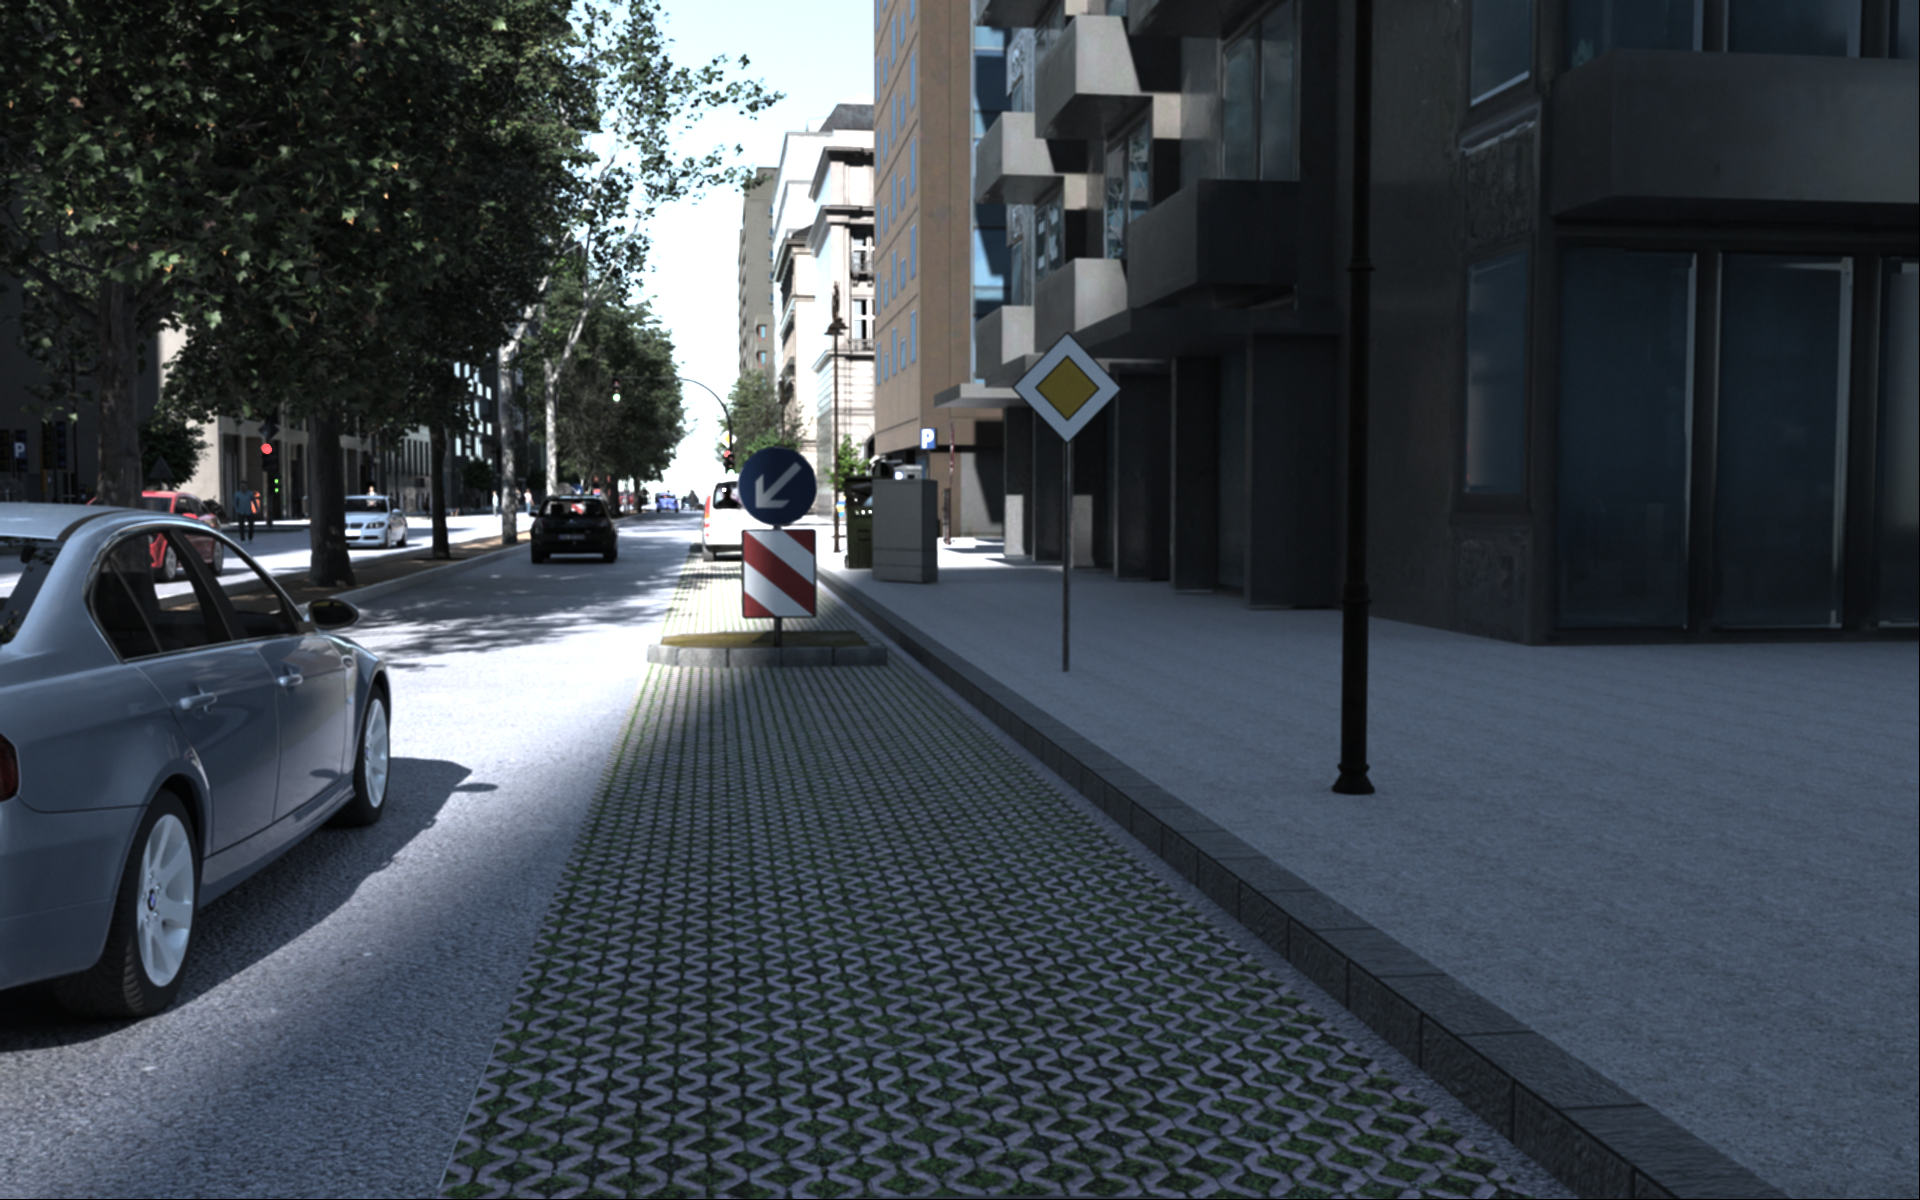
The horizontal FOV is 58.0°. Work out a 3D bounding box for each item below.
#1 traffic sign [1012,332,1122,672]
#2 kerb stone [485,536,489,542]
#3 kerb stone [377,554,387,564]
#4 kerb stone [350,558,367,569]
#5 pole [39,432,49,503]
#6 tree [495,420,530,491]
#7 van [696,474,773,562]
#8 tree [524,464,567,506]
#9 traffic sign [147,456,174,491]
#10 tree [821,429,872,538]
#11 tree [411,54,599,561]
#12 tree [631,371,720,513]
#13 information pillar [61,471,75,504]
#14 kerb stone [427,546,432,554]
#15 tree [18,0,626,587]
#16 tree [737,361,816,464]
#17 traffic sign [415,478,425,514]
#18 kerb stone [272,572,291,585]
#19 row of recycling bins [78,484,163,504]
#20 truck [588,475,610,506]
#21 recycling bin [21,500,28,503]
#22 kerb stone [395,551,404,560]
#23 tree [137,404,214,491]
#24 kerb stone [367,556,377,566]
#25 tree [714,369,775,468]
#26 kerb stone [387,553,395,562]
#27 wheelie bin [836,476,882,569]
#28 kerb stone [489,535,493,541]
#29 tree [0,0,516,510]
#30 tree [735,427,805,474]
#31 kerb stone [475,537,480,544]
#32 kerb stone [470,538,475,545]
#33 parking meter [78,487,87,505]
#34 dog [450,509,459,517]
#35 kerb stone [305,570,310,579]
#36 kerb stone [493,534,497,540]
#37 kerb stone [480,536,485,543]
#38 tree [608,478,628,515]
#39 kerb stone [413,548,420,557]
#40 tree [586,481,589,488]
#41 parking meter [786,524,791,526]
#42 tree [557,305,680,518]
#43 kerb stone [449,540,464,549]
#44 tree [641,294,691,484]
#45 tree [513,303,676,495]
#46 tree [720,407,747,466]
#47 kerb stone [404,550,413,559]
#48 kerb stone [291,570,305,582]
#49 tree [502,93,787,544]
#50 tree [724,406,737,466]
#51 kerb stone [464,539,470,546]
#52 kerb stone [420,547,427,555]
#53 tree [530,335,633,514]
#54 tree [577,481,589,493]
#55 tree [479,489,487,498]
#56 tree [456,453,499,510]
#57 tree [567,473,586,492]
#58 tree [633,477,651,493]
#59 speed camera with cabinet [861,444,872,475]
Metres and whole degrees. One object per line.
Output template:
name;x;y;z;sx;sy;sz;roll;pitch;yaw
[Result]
traffic sign;0.763;-0.689;12.455;0.795;2.450;0.064;0;4;-7
kerb stone;-14.240;-1.797;51.580;0.120;0.150;1.000;-1;4;-8
kerb stone;-11.899;-0.803;35.327;0.120;0.150;1.000;-1;4;-8
kerb stone;-11.608;-0.677;33.291;0.120;0.150;1.000;-1;4;-8
pole;-29.959;-3.842;56.660;0.158;3.312;0.155;0;3;0
tree;-42.111;-13.110;164.712;4.360;8.622;3.978;0;3;0
van;-4.749;-1.875;37.675;2.013;2.044;4.112;0;4;-7
tree;-46.461;-12.709;191.507;4.285;4.588;4.351;0;3;0
traffic sign;-27.060;-3.587;58.648;0.884;2.594;0.081;0;4;-5
tree;-3.405;-3.435;50.756;1.663;3.219;1.824;0;3;0
tree;-11.309;-6.658;37.078;9.928;11.665;9.643;0;3;0
tree;-24.611;-13.437;132.524;12.009;13.543;11.850;0;3;0
information pillar;-28.984;-3.173;56.373;0.304;2.012;0.304;1;4;13
kerb stone;-12.778;-1.176;41.429;0.120;0.150;1.000;-1;4;-8
tree;-9.695;-7.167;26.285;9.857;13.997;8.962;0;3;0
tree;-9.983;-8.862;95.250;4.360;8.622;3.978;0;3;0
traffic sign;-34.415;-6.619;110.349;0.606;2.300;0.079;0;4;0
kerb stone;-10.744;-0.307;27.212;0.120;0.150;1.000;-1;4;-8
row of recycling bins;-35.264;-3.999;72.492;3.534;1.692;1.069;-3;4;-37
truck;-43.330;-13.475;209.236;2.839;4.237;11.283;-1;4;-10
recycling bin;-39.062;-3.675;72.646;0.722;1.027;0.722;3;5;43
kerb stone;-12.197;-0.921;37.359;0.120;0.150;1.000;-1;4;-8
tree;-28.878;-4.834;62.755;4.285;4.588;4.351;0;3;0
kerb stone;-11.762;-0.741;34.308;0.120;0.150;1.000;-1;4;-8
tree;-18.875;-14.606;156.942;7.486;12.596;7.792;0;3;0
kerb stone;-12.057;-0.865;36.346;0.120;0.150;1.000;-1;4;-8
wheelie bin;-1.633;-1.339;29.798;0.980;1.594;0.693;0;4;-6
kerb stone;-14.387;-1.859;52.592;0.120;0.150;1.000;-1;4;-8
tree;-8.107;-5.927;16.378;9.611;12.733;9.660;0;3;0
tree;-9.190;-6.166;84.526;4.285;4.588;4.351;0;3;0
kerb stone;-13.942;-1.673;49.552;0.120;0.150;1.000;-1;4;-8
kerb stone;-13.805;-1.607;48.538;0.120;0.150;1.000;-1;4;-8
parking meter;-30.621;-3.175;60.317;0.372;1.533;0.369;0;3;0
dog;-31.096;-5.336;106.530;0.540;0.507;0.406;-1;4;-19
kerb stone;-11.036;-0.419;29.237;0.120;0.150;1.000;-1;4;-8
kerb stone;-14.525;-1.920;53.605;0.120;0.150;1.000;-1;4;-8
kerb stone;-14.084;-1.735;50.570;0.120;0.150;1.000;-1;4;-8
tree;-22.956;-10.123;118.331;4.737;8.622;4.395;0;3;0
kerb stone;-12.487;-1.052;39.394;0.120;0.150;1.000;-1;4;-8
tree;-56.468;-16.648;255.908;4.285;4.588;4.351;0;3;0
parking meter;-6.905;-3.867;68.941;0.255;1.863;0.399;0;4;6
tree;-20.391;-11.085;101.823;7.486;12.596;7.792;0;3;0
kerb stone;-13.510;-1.482;46.509;0.120;0.150;1.000;-1;4;-8
tree;-19.068;-11.229;92.703;9.857;13.997;8.962;0;3;0
tree;-17.988;-8.992;83.891;8.767;10.594;7.601;-1;4;-8
tree;-29.848;-19.875;235.326;12.009;13.543;11.850;0;3;0
kerb stone;-12.333;-0.990;38.378;0.120;0.150;1.000;-1;4;-8
kerb stone;-10.895;-0.368;28.223;0.120;0.150;1.000;-1;4;-8
tree;-11.554;-11.615;48.246;12.611;20.169;13.585;0;3;0
tree;-16.584;-11.356;136.029;4.360;8.622;3.978;0;3;0
kerb stone;-13.654;-1.547;47.520;0.120;0.150;1.000;-1;4;-8
kerb stone;-12.639;-1.113;40.410;0.120;0.150;1.000;-1;4;-8
tree;-16.994;-7.654;77.962;4.360;8.622;3.978;0;3;0
tree;-57.890;-16.658;266.960;1.663;3.219;1.824;0;3;0
tree;-39.953;-9.158;144.331;1.663;3.219;1.824;0;3;0
tree;-38.681;-9.491;138.895;4.285;4.588;4.351;0;3;0
tree;-51.276;-14.643;223.121;4.285;4.588;4.351;0;3;0
tree;-23.575;-10.404;122.929;4.360;8.622;3.978;0;3;0
speed camera with cabinet;-3.323;-4.549;68.714;0.660;3.252;2.038;-3;4;-37
